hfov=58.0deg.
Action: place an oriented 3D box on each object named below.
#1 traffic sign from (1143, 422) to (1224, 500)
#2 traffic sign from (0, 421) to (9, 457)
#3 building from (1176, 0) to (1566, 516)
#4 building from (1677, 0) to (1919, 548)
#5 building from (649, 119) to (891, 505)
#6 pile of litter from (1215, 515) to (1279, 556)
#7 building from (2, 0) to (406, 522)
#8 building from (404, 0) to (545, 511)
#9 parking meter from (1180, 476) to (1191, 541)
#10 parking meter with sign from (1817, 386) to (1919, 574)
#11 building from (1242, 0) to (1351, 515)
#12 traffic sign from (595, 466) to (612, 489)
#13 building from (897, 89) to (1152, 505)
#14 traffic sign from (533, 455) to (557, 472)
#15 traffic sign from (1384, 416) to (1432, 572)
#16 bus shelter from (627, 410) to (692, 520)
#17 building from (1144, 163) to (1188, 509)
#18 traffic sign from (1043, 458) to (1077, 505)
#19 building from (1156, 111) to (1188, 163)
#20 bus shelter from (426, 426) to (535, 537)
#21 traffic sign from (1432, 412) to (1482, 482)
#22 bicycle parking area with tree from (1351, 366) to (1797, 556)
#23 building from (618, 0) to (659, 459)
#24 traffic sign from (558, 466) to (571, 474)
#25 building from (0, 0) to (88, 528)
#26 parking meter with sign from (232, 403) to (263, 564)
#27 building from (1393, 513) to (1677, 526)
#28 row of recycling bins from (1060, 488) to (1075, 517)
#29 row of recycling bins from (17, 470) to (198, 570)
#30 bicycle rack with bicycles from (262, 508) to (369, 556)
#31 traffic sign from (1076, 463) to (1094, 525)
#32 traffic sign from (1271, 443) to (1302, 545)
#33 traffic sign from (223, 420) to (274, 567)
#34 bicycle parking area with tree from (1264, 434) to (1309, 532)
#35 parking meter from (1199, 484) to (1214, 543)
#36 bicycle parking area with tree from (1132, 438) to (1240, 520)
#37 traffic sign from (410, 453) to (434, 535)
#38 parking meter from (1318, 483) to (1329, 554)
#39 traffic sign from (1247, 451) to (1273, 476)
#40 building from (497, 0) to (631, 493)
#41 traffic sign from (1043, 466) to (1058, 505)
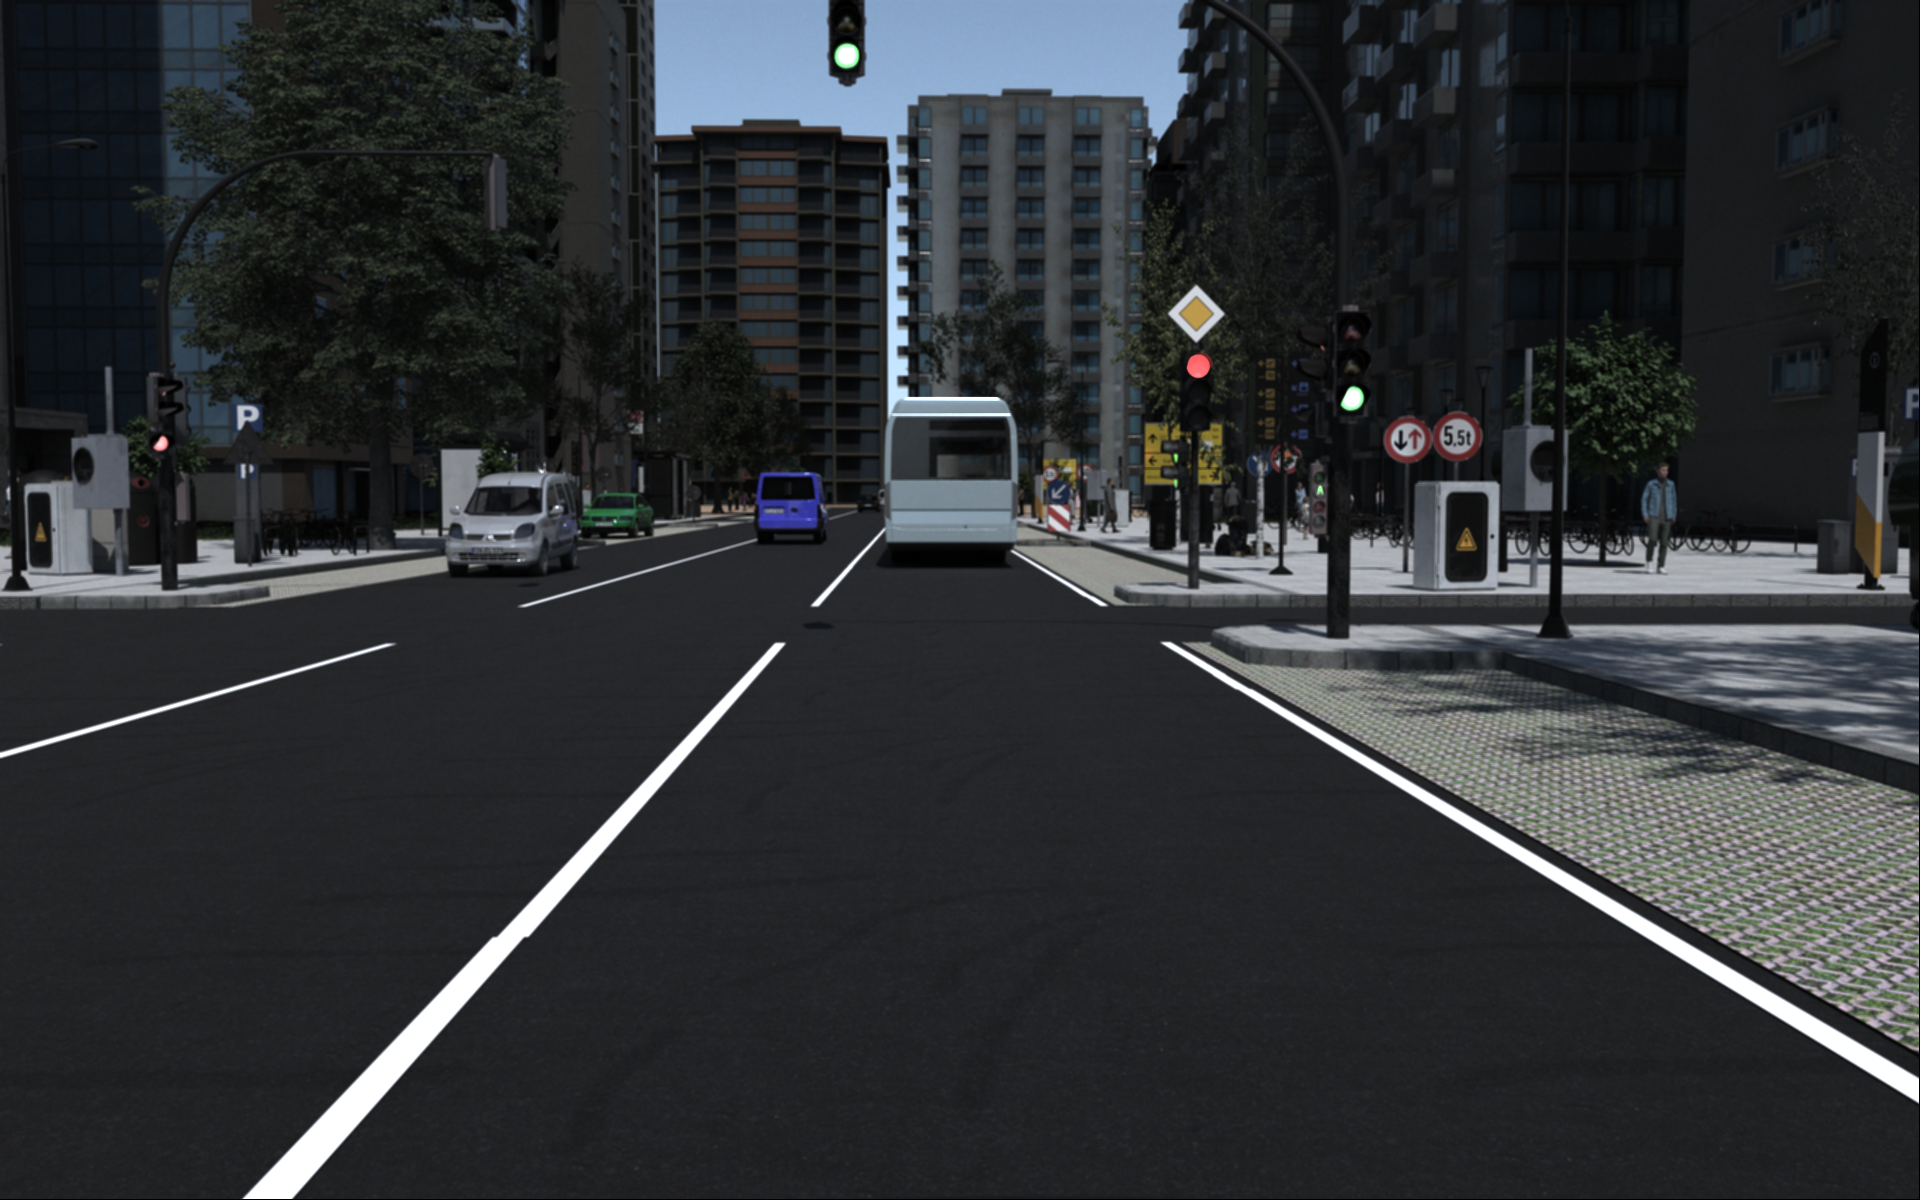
[{"bbox_3d":[6.325,-3.378,49.107,2.265,3.308,0.079,0,4,5],"label":"traffic sign"},{"bbox_3d":[-15.551,-1.683,27.624,0.768,2.556,0.104,0,4,1],"label":"traffic sign"},{"bbox_3d":[28.730,-31.301,131.373,23.786,49.044,30.456,0,4,-1],"label":"building"},{"bbox_3d":[32.781,-25.953,48.035,21.600,48.544,21.300,0,4,-1],"label":"building"},{"bbox_3d":[-22.745,-33.690,205.457,28.867,44.769,22.147,0,4,-1],"label":"building"},{"bbox_3d":[6.058,-1.369,36.356,1.719,0.858,1.176,-2,4,-27],"label":"pile of litter"},{"bbox_3d":[-32.907,-25.956,74.490,14.600,45.320,14.200,0,4,-1],"label":"building"},{"bbox_3d":[-39.751,-48.832,111.081,22.319,86.520,31.000,0,4,-1],"label":"building"},{"bbox_3d":[6.118,-2.536,47.167,0.399,1.863,0.255,0,4,6],"label":"parking meter"},{"bbox_3d":[14.685,-1.933,27.866,1.738,3.016,0.543,-1,4,-15],"label":"parking meter with sign"},{"bbox_3d":[24.985,-26.036,109.282,14.154,41.232,14.086,0,4,-1],"label":"building"},{"bbox_3d":[-16.400,-4.866,79.669,0.768,2.556,0.104,0,4,6],"label":"traffic sign"},{"bbox_3d":[7.750,-35.965,207.640,30.456,49.044,23.786,0,4,-1],"label":"building"},{"bbox_3d":[-13.978,-3.582,58.299,0.795,2.593,0.064,0,4,-1],"label":"traffic sign"},{"bbox_3d":[7.324,-1.730,28.397,0.768,2.556,0.104,0,4,8],"label":"traffic sign"},{"bbox_3d":[-14.887,-6.602,85.576,2.179,5.291,8.768,0,4,-2],"label":"bus shelter"},{"bbox_3d":[23.242,-23.385,154.050,14.160,30.474,14.107,0,4,-1],"label":"building"},{"bbox_3d":[5.544,-6.423,98.889,2.265,3.308,0.079,0,4,1],"label":"traffic sign"},{"bbox_3d":[30.949,-33.815,202.988,14.200,45.320,14.600,0,4,-1],"label":"building"},{"bbox_3d":[-14.883,-3.684,54.153,2.014,3.302,5.546,0,4,-1],"label":"bus shelter"},{"bbox_3d":[7.679,-1.635,26.835,0.768,2.556,0.104,0,4,1],"label":"traffic sign"},{"bbox_3d":[14.207,-3.248,40.108,8.231,4.147,9.016,0,4,-6],"label":"bicycle parking area with tree"},{"bbox_3d":[-47.461,-46.798,203.402,20.611,71.187,20.563,0,4,-1],"label":"building"},{"bbox_3d":[-18.834,-5.059,82.453,0.795,2.593,0.064,0,4,6],"label":"traffic sign"},{"bbox_3d":[-36.682,-37.175,46.068,20.563,71.187,20.611,0,4,-1],"label":"building"},{"bbox_3d":[-13.459,-2.228,32.688,0.543,3.016,1.738,-1,4,-19],"label":"parking meter with sign"},{"bbox_3d":[31.061,-28.265,81.735,23.786,49.044,30.456,0,4,-1],"label":"building"},{"bbox_3d":[5.516,-5.104,90.564,1.069,1.692,3.534,0,4,4],"label":"row of recycling bins"},{"bbox_3d":[-15.108,-1.444,30.722,1.069,1.692,3.534,1,4,21],"label":"row of recycling bins"},{"bbox_3d":[-13.751,-1.422,36.637,2.852,0.926,2.925,-1,4,-9],"label":"bicycle rack with bicycles"},{"bbox_3d":[5.147,-4.359,71.368,0.768,2.556,0.104,0,4,8],"label":"traffic sign"},{"bbox_3d":[8.152,-2.645,43.348,0.768,2.556,0.104,0,4,7],"label":"traffic sign"},{"bbox_3d":[-12.561,-1.869,30.570,0.884,2.594,0.081,0,4,-1],"label":"traffic sign"},{"bbox_3d":[14.331,-3.849,49.936,9.016,4.147,8.231,2,4,33],"label":"bicycle parking area with tree"},{"bbox_3d":[6.420,-2.249,45.179,0.372,1.533,0.369,0,3,0],"label":"parking meter"},{"bbox_3d":[12.638,-5.814,82.065,8.231,4.147,9.016,1,4,15],"label":"bicycle parking area with tree"},{"bbox_3d":[-16.695,-3.280,53.730,0.768,2.556,0.104,0,4,7],"label":"traffic sign"},{"bbox_3d":[7.944,-1.779,37.493,0.372,1.533,0.369,0,3,0],"label":"parking meter"},{"bbox_3d":[8.784,-3.098,50.760,0.768,2.556,0.104,0,4,1],"label":"traffic sign"},{"bbox_3d":[-40.726,-32.102,148.571,21.600,48.544,21.300,0,4,-1],"label":"building"},{"bbox_3d":[4.021,-4.734,77.503,0.768,2.556,0.104,0,4,3],"label":"traffic sign"}]
